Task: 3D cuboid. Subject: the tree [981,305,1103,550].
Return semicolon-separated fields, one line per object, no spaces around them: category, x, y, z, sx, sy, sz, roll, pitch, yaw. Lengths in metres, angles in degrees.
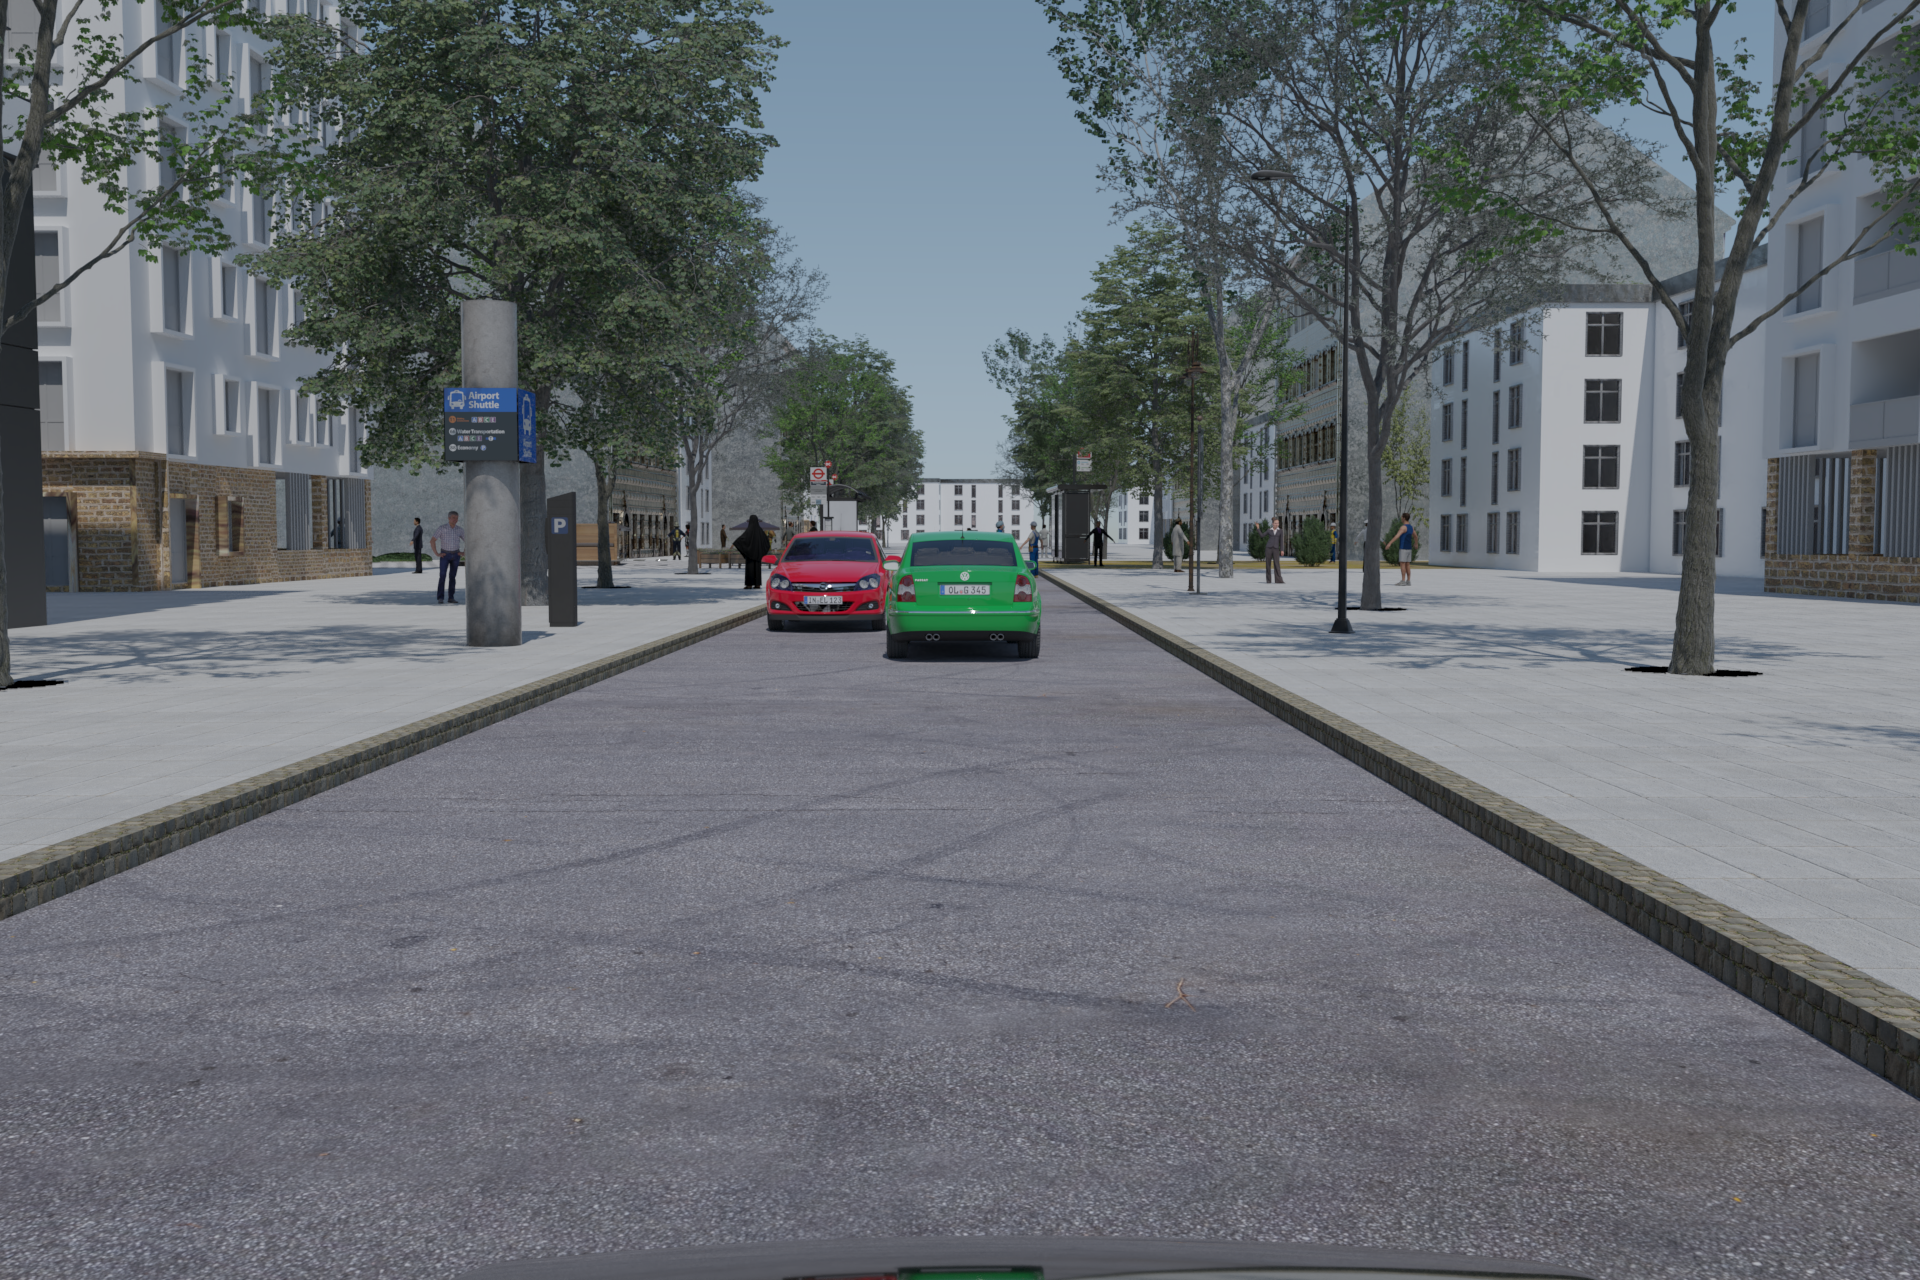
tree;8.912;-17.511;142.191;12.611;20.169;13.585;0;3;0

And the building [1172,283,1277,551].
building;27.795;-19.034;142.142;19.493;23.208;18.063;0;4;1

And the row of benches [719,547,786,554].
row of benches;-9.639;-4.107;82.614;4.104;0.672;1.422;1;4;10

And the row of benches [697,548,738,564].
row of benches;-10.260;-3.674;75.531;1.422;0.672;4.104;1;4;21

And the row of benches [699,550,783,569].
row of benches;-8.046;-2.983;64.234;4.104;0.672;1.422;2;4;33

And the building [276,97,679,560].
building;-26.135;-16.042;93.211;19.493;23.208;18.063;0;4;1

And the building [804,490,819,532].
building;-24.289;-22.299;221.000;16.016;20.090;11.380;0;4;1

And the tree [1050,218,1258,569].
tree;6.949;-8.877;63.261;7.486;12.596;7.792;0;3;0

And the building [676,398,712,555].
building;-21.616;-10.877;119.994;9.099;9.664;28.070;0;4;0

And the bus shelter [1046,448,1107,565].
bus shelter;5.052;-6.084;77.107;2.179;5.291;8.768;0;4;-2

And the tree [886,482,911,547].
tree;-6.775;-13.302;167.843;4.737;8.622;4.395;0;3;0

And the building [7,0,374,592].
building;-23.064;-11.206;39.645;16.016;20.090;11.380;0;4;1

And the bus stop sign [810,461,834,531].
bus stop sign;-5.016;-4.553;63.152;0.855;3.939;0.416;0;4;0

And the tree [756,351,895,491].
tree;-7.346;-10.344;94.885;9.928;11.665;9.643;0;3;0

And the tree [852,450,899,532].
tree;-7.326;-11.233;134.017;4.360;8.622;3.978;0;3;0

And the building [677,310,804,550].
building;-23.068;-19.078;142.861;19.493;23.208;18.063;0;3;0

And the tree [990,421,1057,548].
tree;7.745;-15.387;161.945;12.009;13.543;11.850;0;3;0

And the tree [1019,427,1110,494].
tree;8.077;-11.730;126.205;8.767;10.594;7.601;2;4;34

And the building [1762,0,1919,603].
building;22.663;-10.956;35.558;16.016;20.090;11.380;0;4;0

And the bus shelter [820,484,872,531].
bus shelter;-4.885;-4.822;72.756;2.014;3.302;5.546;0;4;1

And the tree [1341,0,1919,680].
tree;6.751;-5.481;15.375;9.928;11.665;9.643;0;3;0

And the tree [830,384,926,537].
tree;-7.205;-14.466;143.173;9.857;13.997;8.962;0;3;0

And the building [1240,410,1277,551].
building;25.687;-10.723;117.472;9.099;9.664;28.070;0;3;0

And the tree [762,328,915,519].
tree;-7.476;-12.345;108.488;9.857;13.997;8.962;0;3;0

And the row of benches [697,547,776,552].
row of benches;-10.649;-3.993;80.740;4.104;0.672;1.422;-2;4;-23

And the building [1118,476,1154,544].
building;25.910;-17.104;221.801;9.099;9.664;28.070;0;4;0

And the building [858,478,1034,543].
building;-2.874;-19.246;259.280;28.070;9.664;9.099;0;4;3

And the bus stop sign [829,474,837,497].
bus stop sign;-5.800;-5.413;77.213;0.855;3.939;0.416;0;4;2

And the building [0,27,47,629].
building;-27.084;-10.016;7.738;27.936;21.610;32.646;0;4;1

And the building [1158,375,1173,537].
building;27.741;-20.846;197.252;16.016;20.090;11.380;0;4;1

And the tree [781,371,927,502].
tree;-7.697;-13.072;124.097;12.009;13.543;11.850;0;3;0

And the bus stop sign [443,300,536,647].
bus stop sign;-5.367;-1.885;19.842;0.837;3.901;0.837;0;4;0

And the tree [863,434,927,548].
tree;-6.934;-14.295;159.478;9.928;11.665;9.643;0;3;0

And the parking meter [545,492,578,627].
parking meter;-5.515;-1.115;23.947;0.399;1.863;0.255;0;4;0

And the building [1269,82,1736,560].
building;27.797;-16.027;92.967;19.493;23.208;18.063;0;4;1

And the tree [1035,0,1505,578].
tree;8.695;-11.794;48.728;12.611;20.169;13.585;0;3;0

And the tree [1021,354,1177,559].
tree;7.264;-9.324;86.861;8.767;10.594;7.601;0;4;1

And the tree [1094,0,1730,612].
tree;6.987;-7.230;28.588;12.009;13.543;11.850;0;3;0

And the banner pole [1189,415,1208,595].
banner pole;5.058;-2.839;36.435;0.401;3.779;0.863;0;4;0

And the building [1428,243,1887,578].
building;24.024;-7.112;58.427;9.099;9.664;28.070;0;3;0

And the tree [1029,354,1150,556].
tree;7.805;-10.679;100.355;9.928;11.665;9.643;0;3;0
